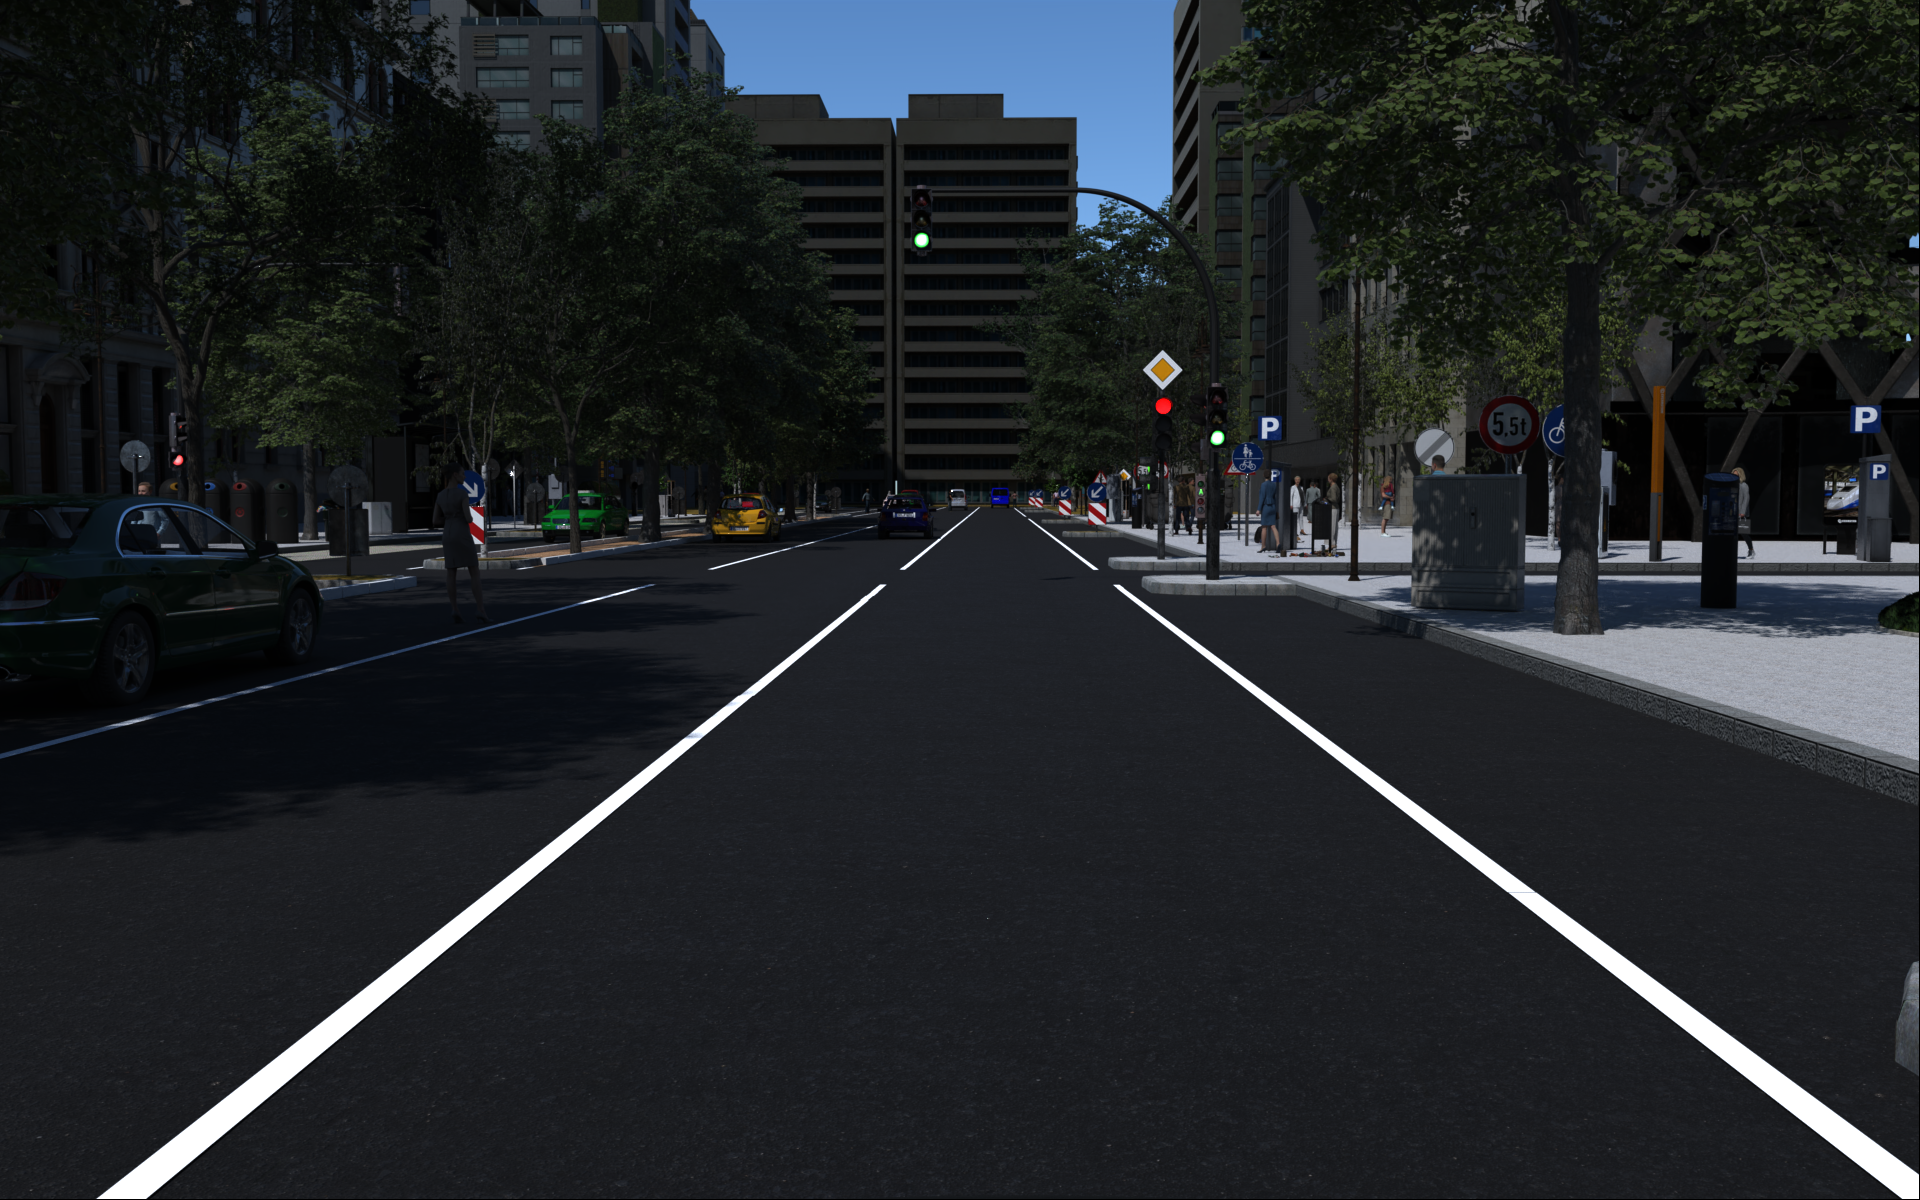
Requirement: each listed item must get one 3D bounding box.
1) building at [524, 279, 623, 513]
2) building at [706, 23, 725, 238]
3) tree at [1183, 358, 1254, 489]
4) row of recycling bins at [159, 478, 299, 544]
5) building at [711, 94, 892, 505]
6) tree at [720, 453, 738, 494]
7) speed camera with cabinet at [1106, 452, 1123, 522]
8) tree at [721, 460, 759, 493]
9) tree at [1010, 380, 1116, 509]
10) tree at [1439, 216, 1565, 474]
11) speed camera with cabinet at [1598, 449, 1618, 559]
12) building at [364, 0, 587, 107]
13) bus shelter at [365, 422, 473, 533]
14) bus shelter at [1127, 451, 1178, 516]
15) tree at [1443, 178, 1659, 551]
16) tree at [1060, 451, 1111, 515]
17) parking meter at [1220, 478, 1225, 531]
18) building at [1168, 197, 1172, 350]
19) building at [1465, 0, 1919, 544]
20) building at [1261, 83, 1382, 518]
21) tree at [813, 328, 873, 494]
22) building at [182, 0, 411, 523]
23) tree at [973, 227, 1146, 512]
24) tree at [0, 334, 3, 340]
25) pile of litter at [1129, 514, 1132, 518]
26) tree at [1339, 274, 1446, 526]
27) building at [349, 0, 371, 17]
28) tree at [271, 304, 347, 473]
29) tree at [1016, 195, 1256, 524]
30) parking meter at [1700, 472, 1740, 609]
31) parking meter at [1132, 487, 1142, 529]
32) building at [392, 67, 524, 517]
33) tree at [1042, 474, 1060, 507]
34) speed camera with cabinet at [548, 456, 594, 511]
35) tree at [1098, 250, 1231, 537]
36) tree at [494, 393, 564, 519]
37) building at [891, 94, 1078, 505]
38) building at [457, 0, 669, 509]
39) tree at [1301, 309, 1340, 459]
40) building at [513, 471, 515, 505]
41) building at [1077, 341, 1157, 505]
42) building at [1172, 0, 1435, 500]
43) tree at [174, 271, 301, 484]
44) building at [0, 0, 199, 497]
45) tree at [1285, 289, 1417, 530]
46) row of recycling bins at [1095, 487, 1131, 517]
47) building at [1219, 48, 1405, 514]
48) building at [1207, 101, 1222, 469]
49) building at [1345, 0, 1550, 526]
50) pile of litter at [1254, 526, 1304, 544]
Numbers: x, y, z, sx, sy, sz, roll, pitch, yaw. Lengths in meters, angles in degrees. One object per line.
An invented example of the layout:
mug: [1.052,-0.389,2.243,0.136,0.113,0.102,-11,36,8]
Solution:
building: [-41.349,-17.131,125.131,27.650,21.520,28.899,0,4,1]
building: [-43.511,-41.151,214.823,28.212,58.520,21.231,0,4,1]
tree: [13.165,-8.450,88.520,4.737,8.622,4.395,0,3,0]
row of recycling bins: [-18.948,-2.311,44.899,3.534,1.692,1.069,0,4,-2]
building: [-18.312,-36.086,213.707,21.600,48.544,21.300,0,4,1]
tree: [-16.291,-10.636,124.256,4.360,8.622,3.978,0,3,0]
speed camera with cabinet: [7.213,-5.282,80.700,0.660,3.252,2.038,1,4,12]
tree: [-16.470,-9.076,132.104,4.285,4.588,4.351,0,3,0]
tree: [9.205,-14.455,153.353,9.611,12.733,9.660,0,3,0]
tree: [14.664,-5.818,45.488,4.360,8.622,3.978,0,3,0]
speed camera with cabinet: [12.831,-2.484,34.951,0.660,3.252,2.038,2,4,28]
building: [-39.966,-37.983,163.021,28.212,58.520,21.231,0,4,1]
bus shelter: [-18.474,-4.169,59.444,1.731,3.624,6.357,0,4,1]
bus shelter: [9.045,-5.357,81.508,2.014,3.302,5.546,0,4,1]
tree: [13.388,-5.413,38.857,4.737,8.622,4.395,0,3,0]
tree: [7.548,-7.422,105.062,4.285,4.588,4.351,0,3,0]
parking meter: [9.107,-3.376,60.910,0.255,1.863,0.399,-2,4,-32]
building: [26.796,-24.149,166.540,14.160,30.474,14.107,0,4,1]
building: [25.935,-11.283,51.922,16.811,18.784,16.820,0,4,1]
building: [25.647,-16.790,93.586,14.314,24.678,30.058,0,4,1]
tree: [-15.177,-19.499,174.694,12.611,20.169,13.585,0,3,0]
building: [-35.025,-17.726,77.207,14.401,28.519,23.554,0,4,1]
tree: [6.740,-16.441,124.705,12.611,20.169,13.585,0,3,0]
tree: [-25.487,-5.627,42.369,4.737,8.622,4.395,0,3,0]
pile of litter: [8.816,-4.980,95.385,1.176,0.858,1.719,-2,4,-29]
tree: [14.920,-6.389,54.818,4.737,8.622,4.395,0,3,0]
building: [-64.683,-44.347,163.322,20.611,71.187,20.563,0,4,1]
tree: [-22.378,-6.808,61.665,4.360,8.622,3.978,0,3,0]
tree: [7.623,-10.173,72.987,9.857,13.997,8.962,0,3,0]
parking meter: [8.569,-0.680,19.524,0.372,1.533,0.369,0,3,0]
parking meter: [6.558,-3.412,64.199,0.372,1.533,0.369,0,3,0]
building: [-32.941,-16.378,97.453,12.332,23.373,15.834,0,4,1]
tree: [9.183,-10.726,169.968,1.663,3.219,1.824,0,3,0]
speed camera with cabinet: [-17.982,-5.250,80.181,2.038,3.252,0.660,1,4,12]
tree: [6.268,-6.202,51.763,4.360,8.622,3.978,0,3,0]
tree: [-22.636,-8.483,89.063,4.737,8.622,4.395,0,3,0]
building: [3.292,-36.068,213.407,21.600,48.544,21.300,0,4,1]
building: [-32.998,-28.270,145.814,14.154,41.232,14.086,0,4,1]
tree: [15.218,-7.200,68.081,4.737,8.622,4.395,0,3,0]
building: [-69.831,-32.329,220.451,23.993,40.220,32.217,0,4,1]
building: [28.678,-22.734,216.736,28.899,21.520,27.650,0,4,1]
building: [29.850,-32.067,147.995,21.300,48.544,21.600,0,4,1]
tree: [-23.618,-6.496,56.567,4.737,8.622,4.395,0,3,0]
building: [-33.513,-13.808,54.646,11.050,23.489,19.941,0,4,1]
tree: [14.123,-6.830,62.026,4.360,8.622,3.978,0,3,0]
row of recycling bins: [9.241,-5.628,99.127,3.534,1.692,1.069,-3,4,-36]
building: [25.679,-21.068,116.158,14.160,30.474,14.107,0,4,1]
building: [25.491,-21.948,130.556,14.160,30.474,14.107,0,4,1]
building: [22.686,-13.187,70.360,10.420,20.320,16.860,0,4,1]
pile of litter: [8.425,-1.928,45.490,1.719,0.858,1.176,-2,4,-31]
